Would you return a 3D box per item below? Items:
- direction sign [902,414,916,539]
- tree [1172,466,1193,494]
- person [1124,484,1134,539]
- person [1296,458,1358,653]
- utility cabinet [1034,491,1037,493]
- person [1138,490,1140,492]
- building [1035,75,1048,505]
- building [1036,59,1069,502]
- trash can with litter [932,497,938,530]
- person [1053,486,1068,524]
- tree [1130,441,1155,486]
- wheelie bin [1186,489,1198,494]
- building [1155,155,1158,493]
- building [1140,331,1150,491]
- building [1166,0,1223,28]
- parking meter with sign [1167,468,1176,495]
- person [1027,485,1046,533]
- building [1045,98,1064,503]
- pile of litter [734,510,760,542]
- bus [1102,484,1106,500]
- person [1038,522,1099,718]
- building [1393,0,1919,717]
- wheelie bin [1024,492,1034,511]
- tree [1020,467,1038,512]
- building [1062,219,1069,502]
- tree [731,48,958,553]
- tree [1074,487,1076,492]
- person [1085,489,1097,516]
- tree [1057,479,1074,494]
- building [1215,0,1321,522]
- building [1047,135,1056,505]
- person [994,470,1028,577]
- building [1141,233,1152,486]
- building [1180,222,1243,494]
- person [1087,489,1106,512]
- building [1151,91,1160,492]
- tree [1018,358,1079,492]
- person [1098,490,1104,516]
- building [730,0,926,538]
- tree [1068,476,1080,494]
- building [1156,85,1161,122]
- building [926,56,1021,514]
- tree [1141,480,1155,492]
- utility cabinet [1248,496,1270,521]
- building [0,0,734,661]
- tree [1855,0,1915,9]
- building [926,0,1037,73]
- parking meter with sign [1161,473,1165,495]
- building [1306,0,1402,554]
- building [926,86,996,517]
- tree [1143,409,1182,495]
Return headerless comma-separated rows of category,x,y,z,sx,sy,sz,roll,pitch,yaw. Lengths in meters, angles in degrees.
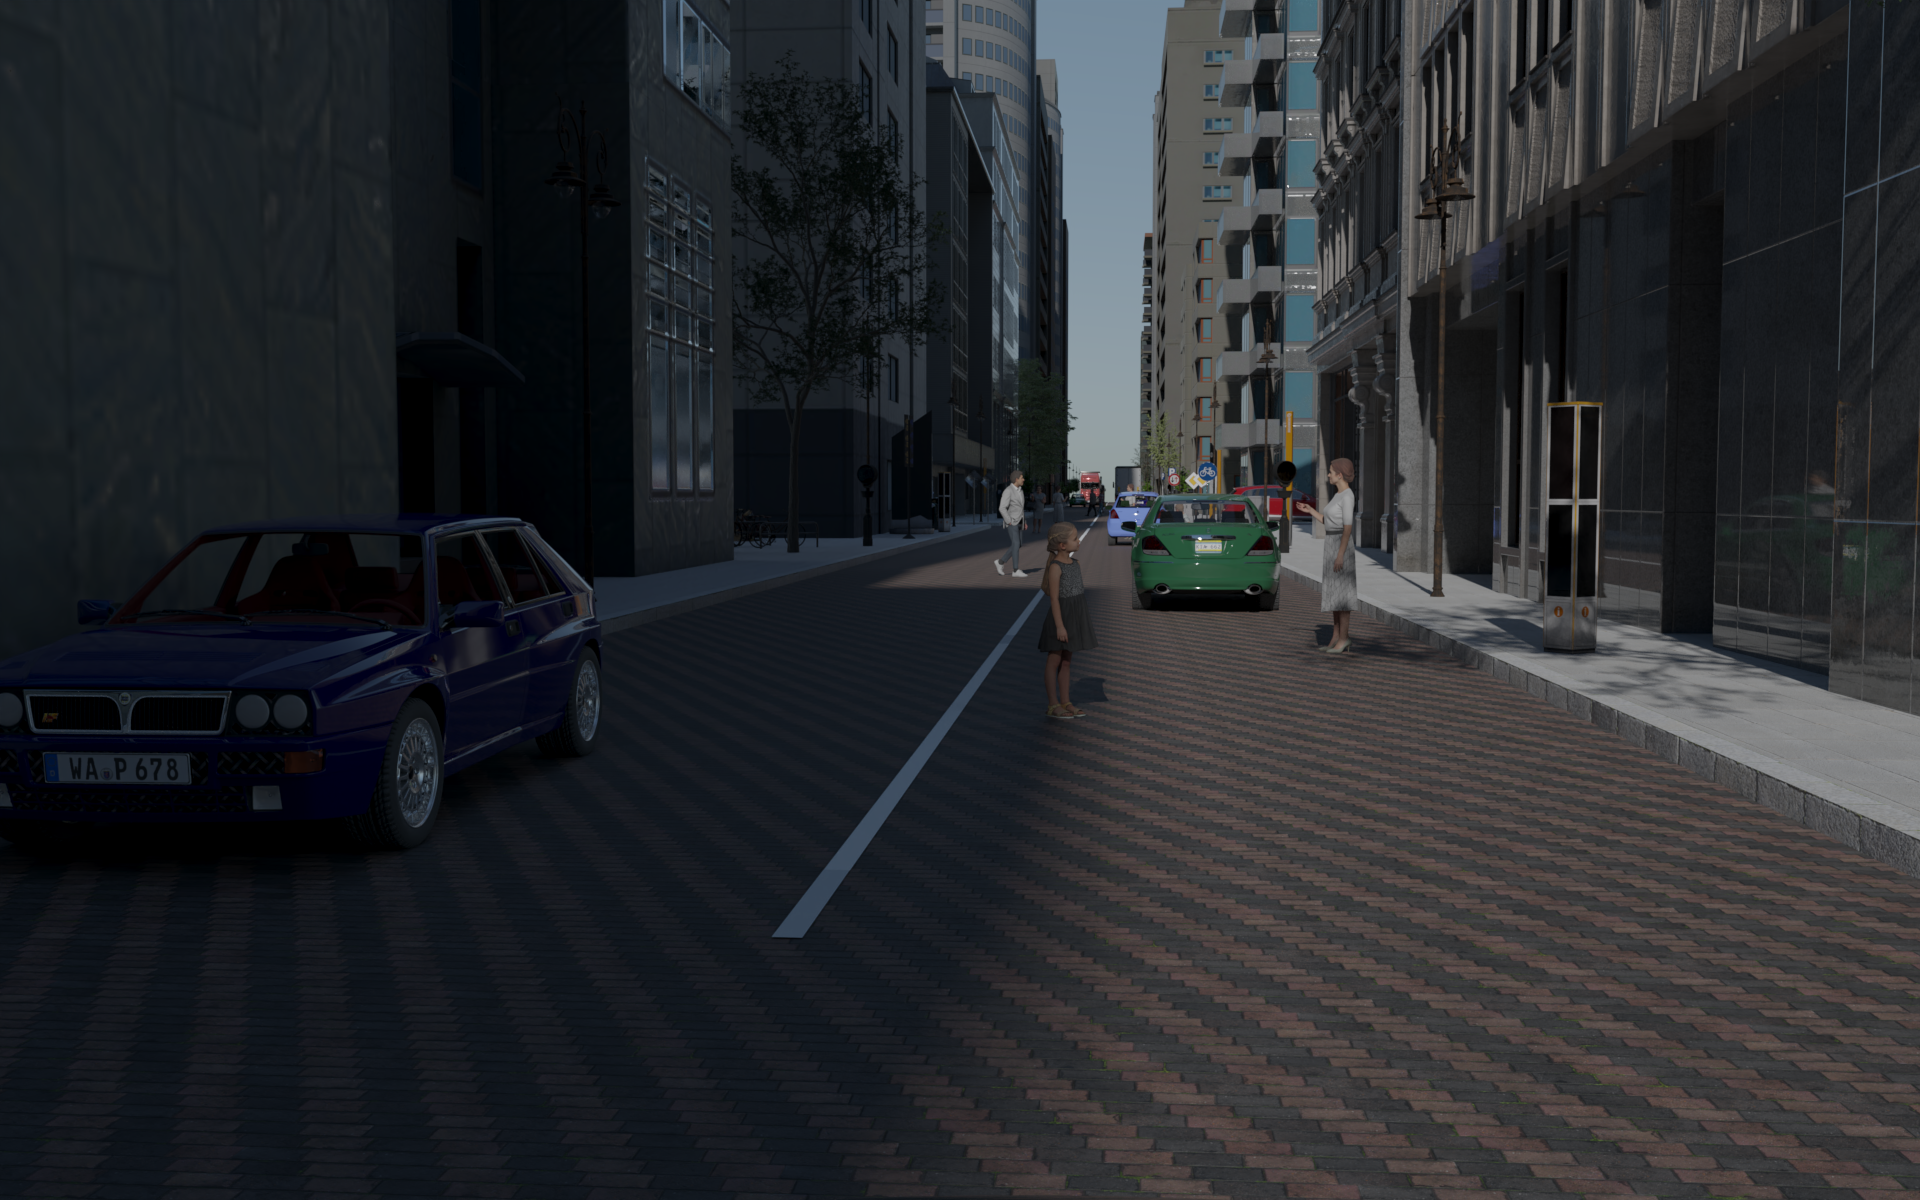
direction sign,-1.466,-3.525,49.625,0.379,3.537,0.876,1,4,14
tree,13.959,-7.013,109.257,1.663,3.219,1.824,0,3,0
person,5.311,-2.803,54.900,0.524,1.755,0.480,-2,4,-27
person,3.349,-0.406,15.716,0.524,1.755,0.480,0,4,-3
utility cabinet,6.207,-8.538,148.269,0.318,1.500,1.173,-2,4,-34
person,15.554,-8.662,150.463,0.374,1.781,0.599,1,4,14
building,-1.277,-34.853,193.555,21.300,48.544,21.600,0,4,5
building,8.193,-52.138,290.713,20.563,71.187,20.611,0,4,5
trash can with litter,-1.013,-3.095,61.995,0.624,1.170,1.055,-2,4,-25
person,3.774,-3.445,65.401,0.480,1.755,0.524,2,4,30
tree,25.482,-17.585,237.883,4.360,8.622,3.978,0,3,0
wheelie bin,13.807,-5.814,102.964,0.693,1.594,0.980,-3,5,-39
building,32.325,-34.525,188.178,21.300,48.544,21.600,0,4,5
building,38.645,-32.555,303.978,14.160,30.474,14.107,0,4,5
building,30.249,-33.212,166.717,21.300,48.544,21.600,0,4,5
parking meter with sign,14.443,-7.267,115.074,0.543,3.016,1.738,-1,4,-21
person,2.796,-3.352,63.667,0.716,1.782,0.532,0,4,4
building,4.045,-43.473,252.776,21.231,58.520,28.212,0,4,5
pile of litter,-6.060,-2.039,47.300,1.176,0.858,1.719,0,4,-6
bus,23.799,-18.652,299.813,2.948,3.499,13.247,0,4,5
person,0.705,0.122,11.177,0.373,1.253,0.362,3,5,40
building,12.309,-12.210,17.658,12.078,24.808,19.932,0,4,5
wheelie bin,5.357,-7.621,132.509,0.693,1.594,0.980,-1,4,-23
tree,4.741,-7.899,123.745,1.663,3.219,1.824,0,3,0
building,10.010,-38.152,273.899,14.600,45.320,14.200,0,4,5
tree,-3.784,-6.295,37.342,8.767,10.594,7.601,1,4,17
tree,15.768,-15.603,249.705,1.663,3.219,1.824,0,3,0
person,8.453,-6.276,111.512,0.834,1.777,0.661,2,4,34
tree,13.214,-14.049,224.293,1.663,3.219,1.824,0,3,0
building,28.322,-28.552,86.439,30.456,49.044,23.786,0,4,5
building,4.511,-34.350,211.735,14.600,45.320,14.200,0,4,5
person,0.878,-1.337,30.210,0.795,1.843,0.661,2,4,34
building,40.736,-38.361,281.824,22.147,44.769,28.867,0,4,5
building,30.187,-17.030,123.475,27.650,21.520,28.899,0,4,5
person,10.666,-7.719,134.925,1.509,1.804,0.699,0,4,-8
building,38.599,-43.484,252.958,21.231,58.520,28.212,0,4,5
tree,5.982,-13.854,144.639,7.486,12.596,7.792,0,3,0
person,9.349,-6.452,114.827,0.643,1.720,0.563,-2,4,-24
building,-12.296,-37.967,59.009,20.611,71.187,20.563,0,4,5
tree,20.201,-19.768,306.915,4.285,4.588,4.351,0,3,0
building,38.671,-38.095,212.084,28.713,52.752,27.495,0,4,5
building,-1.990,-21.237,124.711,11.434,29.767,29.804,0,4,5
tree,22.810,-13.251,211.249,1.663,3.219,1.824,0,3,0
utility cabinet,9.394,-2.669,54.804,0.306,1.237,1.020,-1,4,-21
building,-14.884,-43.041,16.393,22.319,86.520,31.000,0,4,5
tree,5.202,-4.292,4.582,8.767,10.594,7.601,0,4,5
building,-3.730,-38.319,168.510,21.231,58.520,28.212,0,4,5
parking meter with sign,17.579,-9.003,143.458,1.738,3.016,0.543,-1,4,-20
building,14.506,-12.046,47.856,10.553,20.767,40.483,0,4,5
building,-6.167,-16.892,95.243,14.314,24.678,30.058,0,4,5
tree,17.492,-12.061,147.554,4.737,8.622,4.395,0,3,0
